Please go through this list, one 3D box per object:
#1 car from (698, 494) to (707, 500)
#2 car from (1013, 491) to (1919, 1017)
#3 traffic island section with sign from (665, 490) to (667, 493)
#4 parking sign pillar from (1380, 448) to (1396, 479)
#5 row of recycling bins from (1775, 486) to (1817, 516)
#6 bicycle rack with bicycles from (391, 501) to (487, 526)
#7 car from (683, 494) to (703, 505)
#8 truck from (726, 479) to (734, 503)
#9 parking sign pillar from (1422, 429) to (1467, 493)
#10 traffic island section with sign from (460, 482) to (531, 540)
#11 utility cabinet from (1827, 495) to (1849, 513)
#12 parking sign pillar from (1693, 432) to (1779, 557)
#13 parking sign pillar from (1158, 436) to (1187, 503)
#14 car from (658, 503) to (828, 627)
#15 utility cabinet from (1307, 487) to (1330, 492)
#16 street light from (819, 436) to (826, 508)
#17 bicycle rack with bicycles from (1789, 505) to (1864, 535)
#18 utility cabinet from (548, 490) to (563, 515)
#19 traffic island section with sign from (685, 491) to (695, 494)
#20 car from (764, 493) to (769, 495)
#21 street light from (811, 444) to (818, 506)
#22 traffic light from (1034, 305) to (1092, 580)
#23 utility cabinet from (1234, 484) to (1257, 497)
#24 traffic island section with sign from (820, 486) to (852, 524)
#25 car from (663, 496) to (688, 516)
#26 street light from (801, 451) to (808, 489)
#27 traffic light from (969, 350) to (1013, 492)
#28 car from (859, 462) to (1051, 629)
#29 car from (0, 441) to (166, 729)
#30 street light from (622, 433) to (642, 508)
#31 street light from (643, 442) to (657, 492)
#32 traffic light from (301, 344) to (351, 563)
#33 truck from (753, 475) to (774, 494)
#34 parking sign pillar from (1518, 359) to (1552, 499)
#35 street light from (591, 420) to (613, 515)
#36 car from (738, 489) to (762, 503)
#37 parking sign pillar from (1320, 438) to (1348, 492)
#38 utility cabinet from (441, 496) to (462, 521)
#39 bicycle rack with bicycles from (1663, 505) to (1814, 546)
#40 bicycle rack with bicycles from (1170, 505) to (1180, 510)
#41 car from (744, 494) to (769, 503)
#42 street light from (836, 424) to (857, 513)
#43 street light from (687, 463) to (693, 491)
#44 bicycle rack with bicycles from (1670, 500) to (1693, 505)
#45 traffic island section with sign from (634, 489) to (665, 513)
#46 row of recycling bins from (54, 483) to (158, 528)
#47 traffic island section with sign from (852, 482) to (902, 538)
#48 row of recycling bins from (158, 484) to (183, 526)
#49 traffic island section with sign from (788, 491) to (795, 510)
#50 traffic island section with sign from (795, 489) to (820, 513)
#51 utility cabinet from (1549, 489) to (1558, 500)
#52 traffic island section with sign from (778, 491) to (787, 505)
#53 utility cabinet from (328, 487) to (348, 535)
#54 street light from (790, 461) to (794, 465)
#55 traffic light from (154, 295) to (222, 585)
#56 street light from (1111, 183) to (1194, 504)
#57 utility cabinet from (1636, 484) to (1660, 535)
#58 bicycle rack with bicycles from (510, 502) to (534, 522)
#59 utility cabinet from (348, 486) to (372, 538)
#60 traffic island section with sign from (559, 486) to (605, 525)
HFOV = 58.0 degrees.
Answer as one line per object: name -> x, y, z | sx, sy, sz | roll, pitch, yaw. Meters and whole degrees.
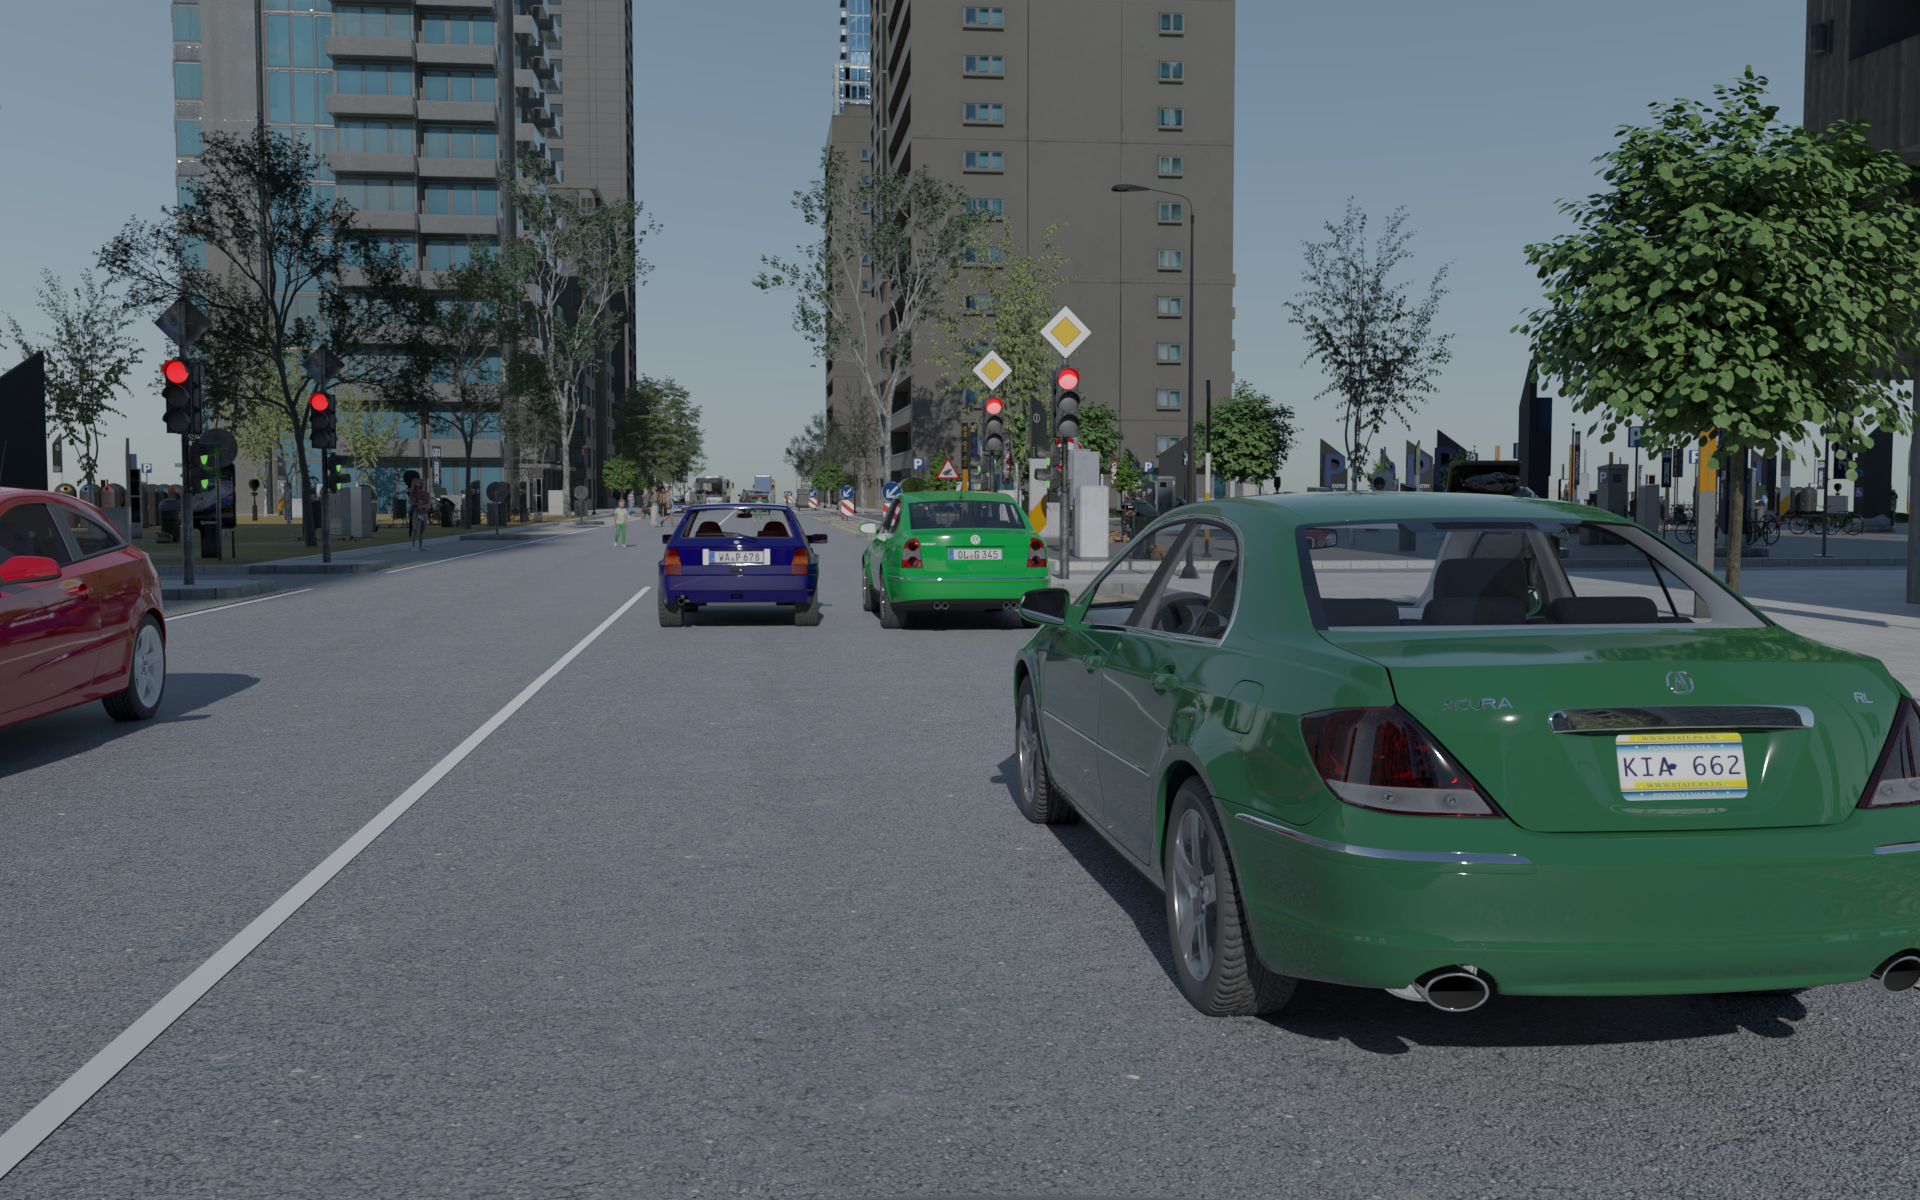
car -> -22.648, -8.307, 147.611 | 2.131, 1.459, 4.920 | -1, 4, -9
car -> 1.361, 0.338, 6.272 | 2.131, 1.459, 4.920 | 0, 4, -7
traffic island section with sign -> -26.930, -9.175, 158.644 | 1.989, 1.847, 2.006 | 0, 4, -7
parking sign pillar -> 25.287, -6.966, 102.368 | 1.447, 3.967, 1.447 | 3, 5, 39
row of recycling bins -> 45.931, -5.412, 95.596 | 1.069, 1.692, 3.534 | -1, 4, -11
bicycle rack with bicycles -> -21.601, -3.527, 71.042 | 2.925, 0.926, 2.852 | 1, 4, 21
car -> -22.075, -7.968, 142.067 | 2.131, 1.459, 4.920 | 0, 4, -6
truck -> -31.244, -14.064, 225.862 | 3.469, 3.379, 9.791 | 0, 4, -8
parking sign pillar -> 20.271, -5.091, 71.716 | 1.447, 3.967, 1.447 | 3, 5, 45
traffic island section with sign -> -14.514, -2.791, 54.268 | 1.989, 1.847, 2.006 | 0, 4, -7
utility cabinet -> 40.864, -4.257, 80.770 | 0.306, 1.237, 1.020 | -2, 4, -30
parking sign pillar -> 16.072, -2.906, 35.983 | 1.447, 3.967, 1.447 | 1, 4, 18
parking sign pillar -> 9.841, -5.608, 80.164 | 1.447, 3.967, 1.447 | 0, 4, 2
car -> -2.500, -0.455, 20.025 | 1.945, 1.354, 3.894 | 0, 4, -5
utility cabinet -> 11.179, -2.771, 53.977 | 0.318, 1.500, 1.173 | 2, 4, 33
street light -> -10.321, -10.137, 138.288 | 1.470, 5.913, 1.316 | 0, 4, -7
bicycle rack with bicycles -> 27.337, -2.542, 54.944 | 2.852, 0.926, 2.925 | -2, 4, -30
utility cabinet -> -24.287, -5.883, 104.859 | 1.173, 1.500, 0.318 | 0, 4, 3
traffic island section with sign -> -33.348, -12.476, 212.602 | 1.989, 1.847, 2.006 | 0, 4, -7
car -> -24.020, -12.459, 212.745 | 2.155, 1.783, 4.494 | 0, 4, -7
street light -> -13.168, -11.564, 161.608 | 1.470, 5.913, 1.316 | 0, 4, -7
traffic light -> 1.550, -2.265, 25.951 | 0.839, 4.253, 0.868 | 0, 4, -7
utility cabinet -> 6.197, -1.766, 37.561 | 0.318, 1.500, 1.173 | 0, 4, 0
traffic island section with sign -> -5.577, -4.577, 83.468 | 1.989, 1.847, 2.006 | 0, 4, -7
car -> -18.448, -6.141, 112.990 | 1.945, 1.354, 3.894 | 0, 4, -8
street light -> -15.869, -12.976, 184.698 | 1.470, 5.913, 1.316 | 0, 4, -7
traffic light -> 0.606, -2.750, 33.880 | 0.839, 4.253, 0.868 | 0, 4, -7
car -> -0.133, -0.676, 19.855 | 1.959, 1.807, 4.718 | 0, 4, -7
car -> -5.863, -0.027, 9.481 | 2.155, 1.783, 4.494 | 0, 4, -7
street light -> -25.083, -9.719, 131.449 | 1.470, 5.913, 1.316 | 0, 4, -7
street light -> -27.962, -11.130, 154.518 | 1.470, 5.913, 1.316 | 0, 4, -7
traffic light -> -11.866, -2.658, 32.386 | 0.839, 4.253, 0.868 | 0, 4, -7
truck -> -26.807, -15.035, 235.578 | 2.967, 4.110, 18.799 | 0, 4, -6
parking sign pillar -> 11.674, -2.862, 35.258 | 1.447, 3.967, 1.447 | 1, 4, 9
street light -> -22.348, -8.299, 108.229 | 1.470, 5.913, 1.316 | 0, 4, -7
car -> -17.557, -8.393, 145.903 | 2.281, 1.827, 5.304 | -1, 4, -9
parking sign pillar -> 18.133, -5.845, 84.037 | 1.447, 3.967, 1.447 | -1, 4, -15
utility cabinet -> -22.262, -3.957, 75.865 | 0.306, 1.237, 1.020 | 2, 4, 24
bicycle rack with bicycles -> 19.307, -1.860, 43.786 | 2.925, 0.926, 2.852 | 0, 4, -5
bicycle rack with bicycles -> 8.331, -2.785, 58.922 | 2.852, 0.926, 2.925 | 0, 4, 2
car -> -13.769, -6.555, 118.969 | 2.131, 1.459, 4.920 | 0, 4, -8
street light -> -7.531, -8.711, 114.972 | 1.470, 5.913, 1.316 | 0, 4, -7
street light -> -37.766, -16.186, 237.183 | 1.470, 5.913, 1.316 | 0, 4, -7
bicycle rack with bicycles -> 46.596, -5.968, 110.954 | 2.925, 0.926, 2.852 | 1, 4, 16
traffic island section with sign -> -23.738, -7.538, 131.878 | 1.989, 1.847, 2.006 | 0, 4, -7
row of recycling bins -> -32.307, -3.552, 65.182 | 3.534, 1.692, 1.069 | 0, 4, 2
traffic island section with sign -> -2.384, -2.940, 56.702 | 1.989, 1.847, 2.006 | 0, 4, -7
row of recycling bins -> -32.309, -3.840, 69.902 | 1.069, 1.692, 3.534 | 0, 4, 1
traffic island section with sign -> -14.559, -9.198, 159.021 | 1.989, 1.847, 2.006 | 0, 4, -7
traffic island section with sign -> -11.378, -7.561, 132.253 | 1.989, 1.847, 2.006 | 0, 4, -7
utility cabinet -> 28.074, -4.484, 81.987 | 1.173, 1.500, 0.318 | 1, 4, 21
traffic island section with sign -> -24.437, -14.277, 242.056 | 1.989, 1.847, 2.006 | 0, 4, -7
utility cabinet -> -19.323, -2.762, 53.830 | 0.318, 1.500, 1.173 | -3, 5, -41
street light -> -22.855, -16.583, 243.670 | 1.470, 5.913, 1.316 | 0, 4, -7
traffic light -> -10.922, -2.173, 24.457 | 0.839, 4.253, 0.868 | 0, 4, -7
street light -> 2.952, -3.276, 26.105 | 1.470, 5.913, 1.316 | 0, 4, -7
utility cabinet -> 15.196, -1.813, 38.323 | 0.318, 1.500, 1.173 | 1, 4, 13
bicycle rack with bicycles -> -21.450, -4.176, 81.657 | 2.925, 0.926, 2.852 | -1, 4, -14
utility cabinet -> -17.551, -2.577, 50.805 | 0.318, 1.500, 1.173 | -2, 4, -34
traffic island section with sign -> -17.690, -4.429, 81.036 | 1.989, 1.847, 2.006 | 0, 4, -7
